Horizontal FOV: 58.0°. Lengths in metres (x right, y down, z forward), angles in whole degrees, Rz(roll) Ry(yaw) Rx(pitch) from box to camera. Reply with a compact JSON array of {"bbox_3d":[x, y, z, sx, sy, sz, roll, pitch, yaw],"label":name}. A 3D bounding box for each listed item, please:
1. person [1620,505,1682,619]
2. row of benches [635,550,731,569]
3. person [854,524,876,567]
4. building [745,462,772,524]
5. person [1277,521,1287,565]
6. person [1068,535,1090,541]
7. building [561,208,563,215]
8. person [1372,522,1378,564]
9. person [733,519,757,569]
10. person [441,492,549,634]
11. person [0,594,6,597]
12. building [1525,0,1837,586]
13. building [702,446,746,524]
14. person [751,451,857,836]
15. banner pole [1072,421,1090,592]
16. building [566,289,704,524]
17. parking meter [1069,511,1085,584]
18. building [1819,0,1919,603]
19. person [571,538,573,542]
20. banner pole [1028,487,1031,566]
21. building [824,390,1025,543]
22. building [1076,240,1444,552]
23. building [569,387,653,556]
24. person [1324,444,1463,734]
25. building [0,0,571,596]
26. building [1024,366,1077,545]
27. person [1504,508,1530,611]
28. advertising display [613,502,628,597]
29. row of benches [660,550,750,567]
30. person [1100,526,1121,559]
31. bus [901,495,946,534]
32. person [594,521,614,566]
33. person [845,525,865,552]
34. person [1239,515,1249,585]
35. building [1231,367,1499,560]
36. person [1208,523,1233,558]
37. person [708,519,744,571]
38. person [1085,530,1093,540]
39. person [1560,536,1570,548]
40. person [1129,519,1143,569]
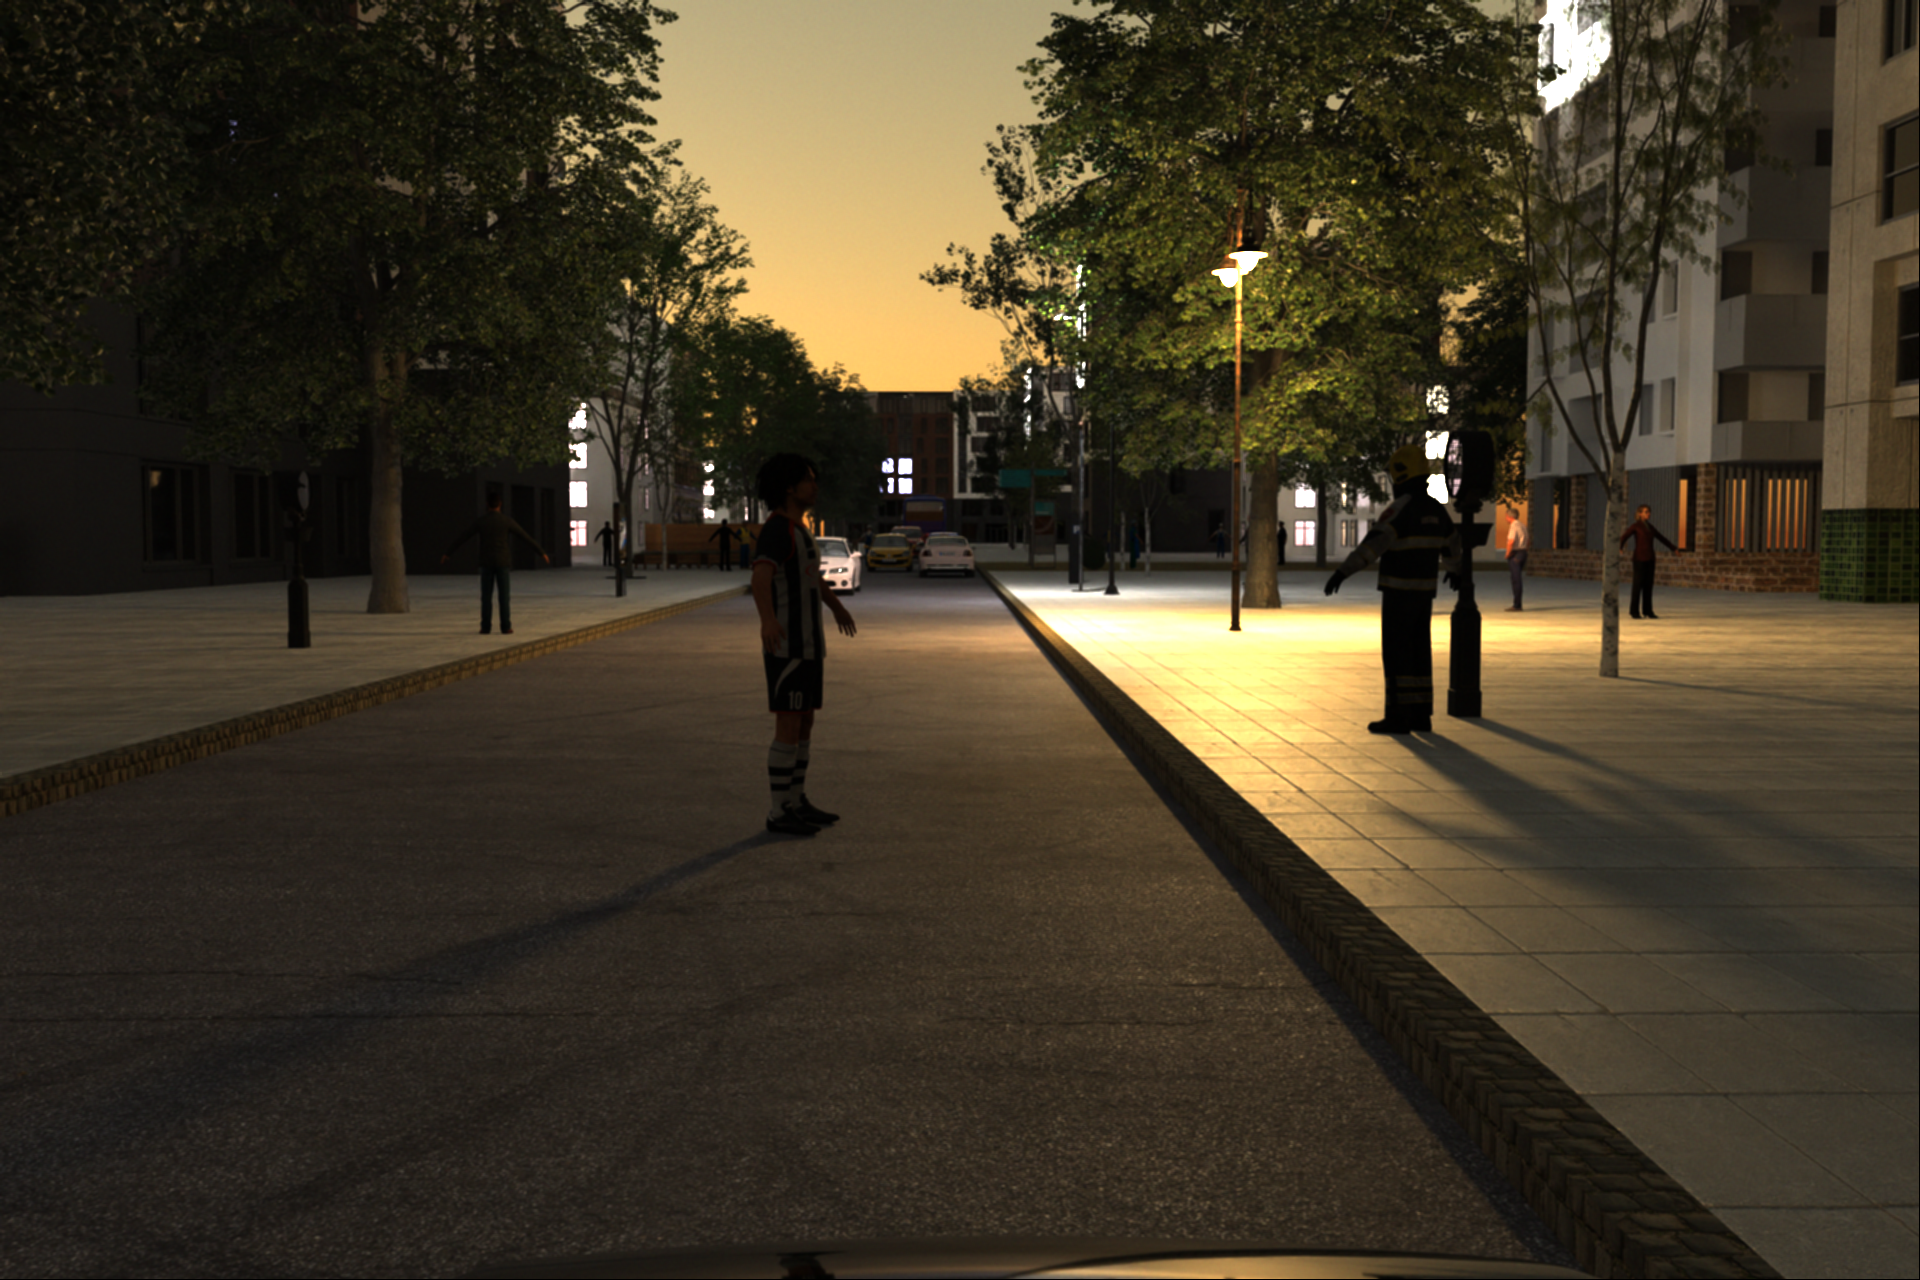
[{"bbox_3d":[10.407,-1.188,26.234,1.215,1.729,0.721,-1,4,-20],"label":"person"},{"bbox_3d":[-10.202,-2.990,64.348,1.422,0.672,4.104,3,5,44],"label":"row of benches"},{"bbox_3d":[-3.932,-4.088,75.154,1.347,1.847,0.705,0,4,5],"label":"person"},{"bbox_3d":[-26.713,-16.321,208.987,9.099,9.664,28.070,0,3,0],"label":"building"},{"bbox_3d":[13.369,-4.054,72.214,0.705,1.837,1.347,-1,4,-12],"label":"person"},{"bbox_3d":[6.540,-5.493,95.596,1.354,1.856,0.705,2,4,30],"label":"person"},{"bbox_3d":[-27.024,-13.944,84.399,16.016,20.090,11.380,0,4,0],"label":"building"},{"bbox_3d":[17.811,-4.169,74.348,0.705,1.806,1.347,1,4,16],"label":"person"},{"bbox_3d":[-7.855,-3.509,63.334,0.705,1.833,1.349,3,4,38],"label":"person"},{"bbox_3d":[-5.979,-0.991,22.270,1.348,1.821,0.705,-1,4,-12],"label":"person"},{"bbox_3d":[-19.624,-1.736,34.879,0.568,1.767,0.683,2,4,28],"label":"person"},{"bbox_3d":[22.194,-11.861,50.341,16.016,20.090,11.380,0,4,-1],"label":"building"},{"bbox_3d":[-26.621,-14.511,179.406,9.099,9.664,28.070,0,4,-1],"label":"building"},{"bbox_3d":[-0.781,0.013,8.388,0.704,1.843,1.345,1,4,11],"label":"person"},{"bbox_3d":[2.696,-2.955,38.330,0.401,3.779,0.863,0,4,0],"label":"banner pole"},{"bbox_3d":[-30.805,-18.737,137.274,19.493,23.208,18.063,0,4,-1],"label":"building"},{"bbox_3d":[3.020,-2.390,44.783,0.399,1.863,0.255,0,4,0],"label":"parking meter"},{"bbox_3d":[25.101,-9.231,17.377,16.747,18.905,31.486,0,4,0],"label":"building"},{"bbox_3d":[-19.419,-4.804,84.681,0.705,1.813,1.348,2,4,26],"label":"person"},{"bbox_3d":[2.868,-4.922,70.499,0.401,3.779,0.863,0,4,-2],"label":"banner pole"},{"bbox_3d":[-3.395,-25.117,257.098,32.646,21.610,27.936,0,4,-1],"label":"building"},{"bbox_3d":[22.935,-17.906,136.739,27.936,21.610,32.646,0,4,-1],"label":"building"},{"bbox_3d":[-24.385,-10.428,112.639,9.099,9.664,28.070,0,4,-1],"label":"building"},{"bbox_3d":[2.880,-0.334,11.223,1.351,1.858,0.704,-3,4,-39],"label":"person"},{"bbox_3d":[-28.964,-12.673,51.177,27.936,21.610,32.646,0,4,-1],"label":"building"},{"bbox_3d":[22.222,-23.405,226.646,27.936,21.610,32.646,0,4,-1],"label":"building"},{"bbox_3d":[9.180,-1.331,28.742,0.756,1.711,0.436,-3,5,-41],"label":"person"},{"bbox_3d":[-6.965,-1.854,35.535,0.123,1.923,0.974,0,4,-1],"label":"advertising display"},{"bbox_3d":[-9.986,-3.225,68.200,4.104,0.672,1.422,-3,5,-41],"label":"row of benches"},{"bbox_3d":[7.854,-5.094,89.755,1.216,1.772,0.721,1,4,15],"label":"person"},{"bbox_3d":[-2.231,-7.094,107.539,2.896,3.916,12.251,0,4,-1],"label":"bus"},{"bbox_3d":[-14.125,-3.869,69.482,1.346,1.802,0.704,1,4,21],"label":"person"},{"bbox_3d":[-5.920,-5.582,97.529,1.348,1.796,0.705,-2,4,-25],"label":"person"},{"bbox_3d":[7.345,-2.297,43.732,0.705,1.807,1.348,-1,4,-18],"label":"person"},{"bbox_3d":[22.440,-9.687,100.536,9.099,9.664,28.070,0,4,0],"label":"building"},{"bbox_3d":[13.748,-5.226,91.300,1.347,1.847,0.705,1,4,10],"label":"person"},{"bbox_3d":[-8.164,-3.307,60.250,1.347,1.806,0.705,1,4,13],"label":"person"},{"bbox_3d":[6.584,-5.334,93.353,1.346,1.812,0.704,-1,4,-14],"label":"person"},{"bbox_3d":[20.968,-3.072,59.503,0.697,1.427,0.421,1,4,11],"label":"person"},{"bbox_3d":[6.401,-3.506,63.454,0.704,1.817,1.347,-1,4,-13],"label":"person"}]
